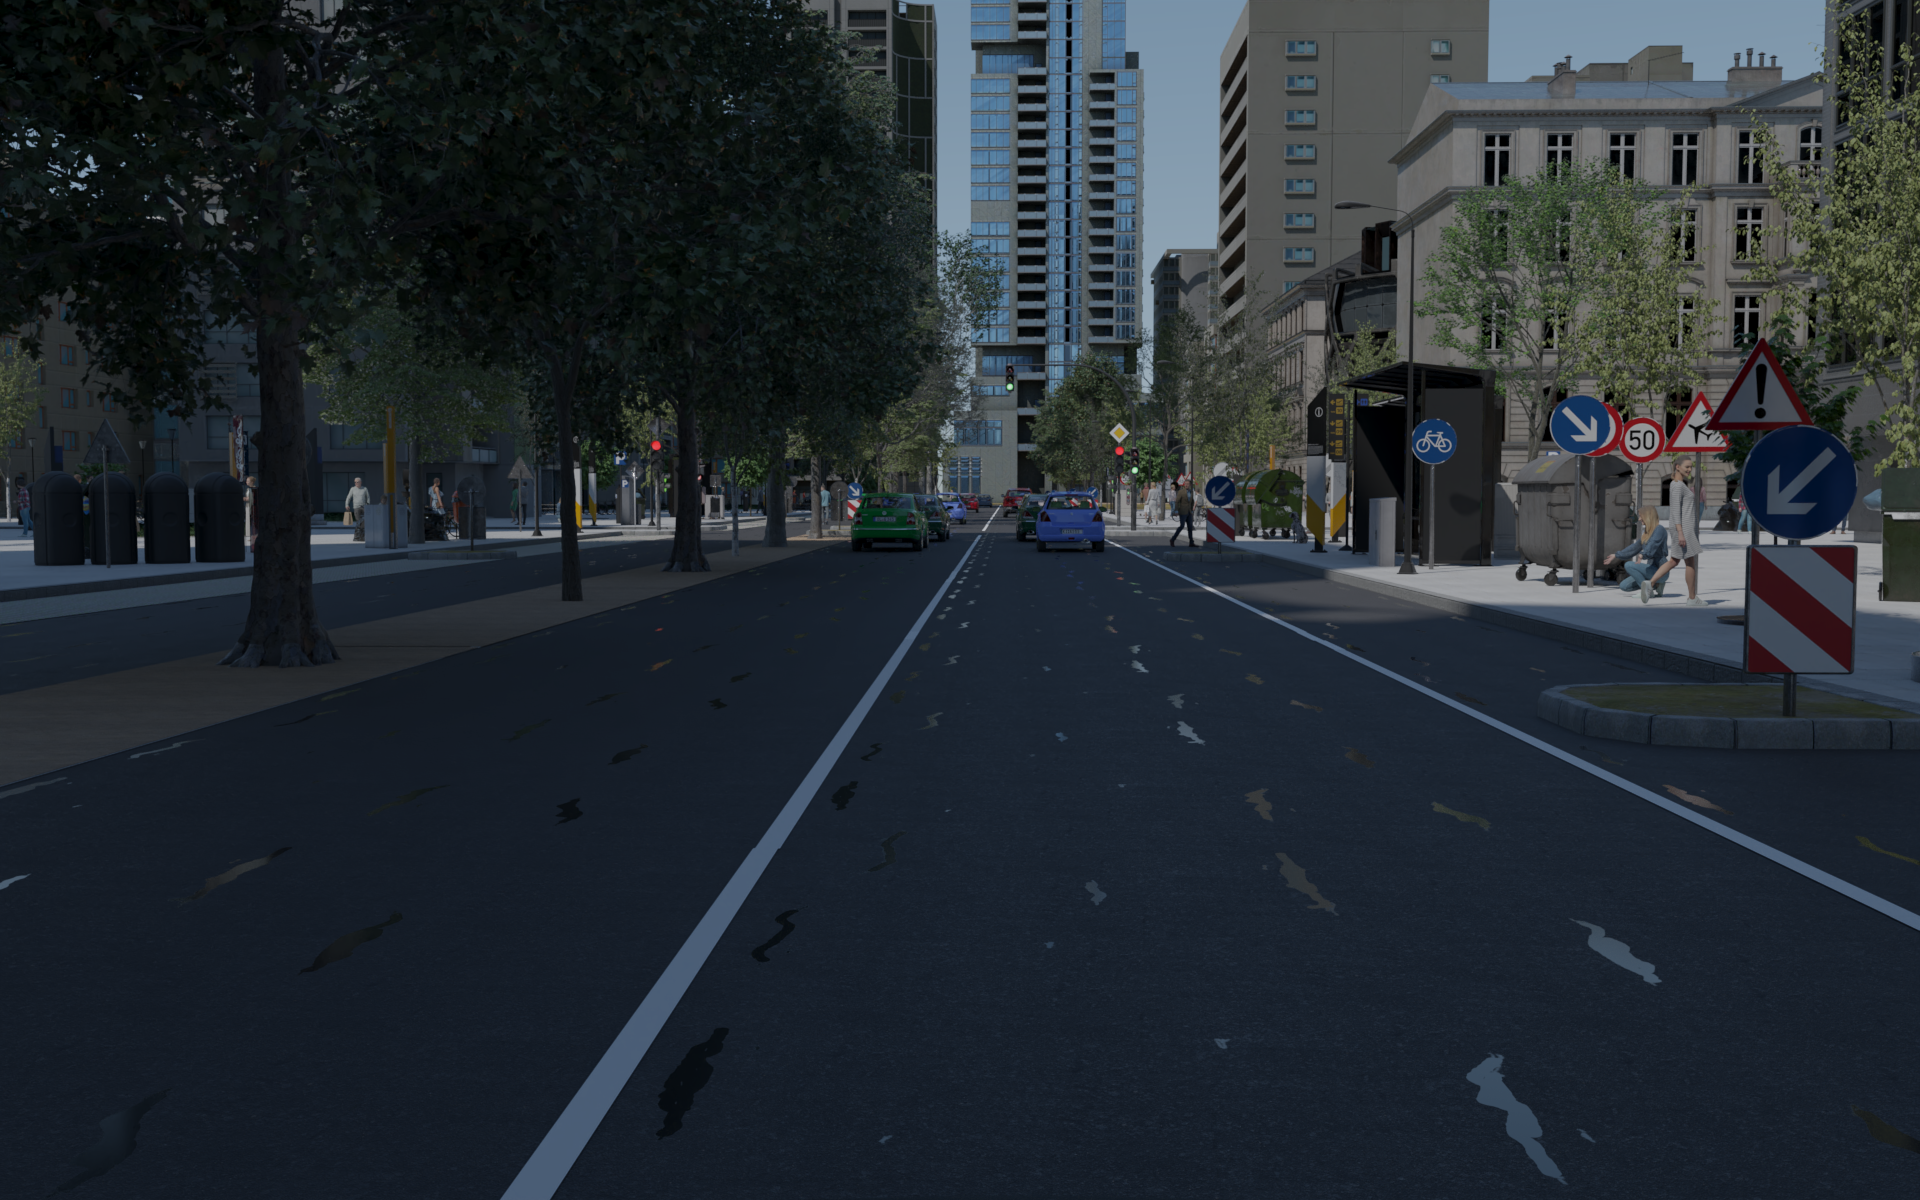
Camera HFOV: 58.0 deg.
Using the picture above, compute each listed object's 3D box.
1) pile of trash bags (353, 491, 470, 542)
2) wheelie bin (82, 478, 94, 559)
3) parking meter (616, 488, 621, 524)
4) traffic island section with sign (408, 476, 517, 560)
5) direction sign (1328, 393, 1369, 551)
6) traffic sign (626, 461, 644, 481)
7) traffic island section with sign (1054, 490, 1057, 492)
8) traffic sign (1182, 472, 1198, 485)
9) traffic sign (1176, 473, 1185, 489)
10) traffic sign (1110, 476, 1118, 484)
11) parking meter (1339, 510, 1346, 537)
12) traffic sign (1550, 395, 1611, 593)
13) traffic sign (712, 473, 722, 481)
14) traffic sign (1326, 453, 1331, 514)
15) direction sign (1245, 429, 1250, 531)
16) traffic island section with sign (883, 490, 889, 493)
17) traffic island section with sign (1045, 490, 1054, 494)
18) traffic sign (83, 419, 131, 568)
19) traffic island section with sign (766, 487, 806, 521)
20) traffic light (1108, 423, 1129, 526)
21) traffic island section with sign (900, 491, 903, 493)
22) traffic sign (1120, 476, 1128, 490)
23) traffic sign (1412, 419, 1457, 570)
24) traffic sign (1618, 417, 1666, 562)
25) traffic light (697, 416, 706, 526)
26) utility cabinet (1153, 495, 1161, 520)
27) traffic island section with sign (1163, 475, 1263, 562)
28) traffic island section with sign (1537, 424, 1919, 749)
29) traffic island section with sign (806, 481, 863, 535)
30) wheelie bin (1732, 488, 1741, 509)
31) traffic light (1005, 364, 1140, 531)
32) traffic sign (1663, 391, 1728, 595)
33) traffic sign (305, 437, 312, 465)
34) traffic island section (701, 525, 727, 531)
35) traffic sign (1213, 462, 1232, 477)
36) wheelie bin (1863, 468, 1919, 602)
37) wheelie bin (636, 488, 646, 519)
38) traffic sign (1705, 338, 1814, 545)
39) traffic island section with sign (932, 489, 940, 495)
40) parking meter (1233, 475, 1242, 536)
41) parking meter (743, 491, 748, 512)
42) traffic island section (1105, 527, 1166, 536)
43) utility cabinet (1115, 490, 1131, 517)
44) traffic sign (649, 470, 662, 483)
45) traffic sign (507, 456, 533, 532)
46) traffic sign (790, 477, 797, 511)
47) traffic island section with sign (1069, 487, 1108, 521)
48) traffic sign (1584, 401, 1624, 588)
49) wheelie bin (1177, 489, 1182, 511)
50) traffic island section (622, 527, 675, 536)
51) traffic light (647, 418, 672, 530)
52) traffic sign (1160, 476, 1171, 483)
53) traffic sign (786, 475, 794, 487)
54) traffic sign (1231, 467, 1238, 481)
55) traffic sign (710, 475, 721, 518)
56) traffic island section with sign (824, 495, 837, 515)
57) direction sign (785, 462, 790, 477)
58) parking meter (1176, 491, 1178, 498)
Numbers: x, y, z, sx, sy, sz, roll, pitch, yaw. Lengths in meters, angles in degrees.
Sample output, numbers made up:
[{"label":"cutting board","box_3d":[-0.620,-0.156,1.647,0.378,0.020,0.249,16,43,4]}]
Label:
[{"label":"pile of trash bags","box_3d":[-14.871,-2.327,47.796,1.912,1.369,3.447,2,4,34]},{"label":"wheelie bin","box_3d":[-17.194,-1.625,34.472,0.693,1.594,0.980,-1,4,-20]},{"label":"parking meter","box_3d":[-14.708,-4.070,74.957,0.372,1.533,0.369,0,3,0]},{"label":"traffic island section with sign","box_3d":[-10.949,-1.821,38.407,1.989,1.847,2.006,0,4,2]},{"label":"direction sign","box_3d":[8.759,-2.881,39.105,0.876,3.537,0.379,1,4,9]},{"label":"traffic sign","box_3d":[-12.938,-4.229,68.883,0.795,2.593,0.064,1,4,11]},{"label":"traffic island section with sign","box_3d":[7.797,-6.896,121.384,1.989,1.847,2.006,0,4,2]},{"label":"traffic sign","box_3d":[13.264,-6.105,99.820,0.884,2.594,0.081,1,4,11]},{"label":"traffic sign","box_3d":[13.604,-6.508,106.408,0.884,2.594,0.081,0,4,3]},{"label":"traffic sign","box_3d":[10.934,-7.459,122.064,0.768,2.556,0.104,0,4,2]},{"label":"parking meter","box_3d":[11.359,-2.804,51.561,0.399,1.863,0.255,-1,4,-9]},{"label":"traffic sign","box_3d":[7.984,-1.363,22.383,0.768,2.556,0.104,0,4,4]},{"label":"traffic sign","box_3d":[-14.668,-6.344,103.822,0.768,2.556,0.104,1,4,8]},{"label":"traffic sign","box_3d":[11.421,-3.247,53.192,0.768,2.556,0.104,1,4,10]},{"label":"direction sign","box_3d":[10.035,-4.191,60.528,0.379,3.537,0.876,0,4,4]},{"label":"traffic island section with sign","box_3d":[-7.255,-9.951,171.327,1.989,1.847,2.006,0,4,2]},{"label":"traffic island section with sign","box_3d":[9.933,-11.590,198.125,1.989,1.847,2.006,0,4,2]},{"label":"traffic sign","box_3d":[-14.719,-1.827,29.867,0.884,2.594,0.081,1,4,8]},{"label":"traffic island section with sign","box_3d":[-9.406,-5.209,93.799,1.989,1.847,2.006,0,4,2]},{"label":"traffic light","box_3d":[6.272,-4.867,68.493,0.839,4.253,0.868,0,4,2]},{"label":"traffic island section with sign","box_3d":[-6.475,-11.636,198.875,1.989,1.847,2.006,0,4,2]},{"label":"traffic sign","box_3d":[9.432,-6.007,98.320,0.768,2.556,0.104,0,4,6]},{"label":"traffic sign","box_3d":[8.014,-1.790,29.376,0.768,2.556,0.104,0,4,2]},{"label":"traffic sign","box_3d":[11.232,-1.744,28.615,0.768,2.556,0.104,0,4,5]},{"label":"traffic light","box_3d":[-8.290,-5.764,68.916,4.771,5.953,1.251,0,4,2]},{"label":"utility cabinet","box_3d":[10.057,-4.653,87.233,0.306,1.237,1.020,2,4,26]},{"label":"traffic island section with sign","box_3d":[5.461,-1.776,37.665,1.989,1.847,2.006,0,4,2]},{"label":"traffic island section with sign","box_3d":[4.710,-0.126,10.681,1.989,1.847,2.006,0,4,2]},{"label":"traffic island section with sign","box_3d":[-4.324,-3.243,61.151,2.006,1.907,1.989,0,4,2]},{"label":"wheelie bin","box_3d":[32.377,-3.897,71.630,0.693,1.594,0.980,-2,4,-27]},{"label":"traffic light","box_3d":[3.956,-5.245,60.428,4.771,5.953,1.251,0,4,2]},{"label":"traffic sign","box_3d":[9.360,-1.344,21.986,0.884,2.594,0.081,0,4,5]},{"label":"traffic sign","box_3d":[-13.809,-2.190,35.915,0.768,2.556,0.104,0,4,5]},{"label":"traffic island section","box_3d":[-10.423,-2.862,69.075,2.009,0.180,2.903,0,4,2]},{"label":"traffic sign","box_3d":[10.477,-4.222,69.133,0.768,2.556,0.104,1,4,9]},{"label":"wheelie bin","box_3d":[11.366,-0.787,20.774,0.980,1.594,0.693,2,4,27]},{"label":"wheelie bin","box_3d":[-16.323,-4.899,88.013,0.693,1.594,0.980,-1,4,-17]},{"label":"traffic sign","box_3d":[6.667,-0.886,14.497,0.884,2.594,0.081,0,4,5]},{"label":"traffic island section with sign","box_3d":[-2.026,-8.289,143.665,2.006,1.907,1.989,0,4,2]},{"label":"parking meter","box_3d":[8.514,-2.884,52.859,0.255,1.863,0.399,2,4,30]},{"label":"parking meter","box_3d":[-15.473,-7.131,124.997,0.372,1.533,0.369,0,3,0]},{"label":"traffic island section","box_3d":[6.089,-2.345,60.624,2.009,0.180,2.903,0,4,2]},{"label":"utility cabinet","box_3d":[9.338,-5.434,97.523,1.173,1.500,0.318,2,4,33]},{"label":"traffic sign","box_3d":[-15.640,-5.455,89.290,0.768,2.556,0.104,0,4,2]},{"label":"traffic sign","box_3d":[-14.858,-3.577,58.490,0.884,2.594,0.081,0,4,2]},{"label":"traffic sign","box_3d":[-12.182,-7.677,125.621,0.768,2.556,0.104,1,4,11]},{"label":"traffic island section with sign","box_3d":[7.042,-5.228,94.107,1.989,1.847,2.006,0,4,2]},{"label":"traffic sign","box_3d":[8.636,-1.440,23.650,0.768,2.556,0.104,0,4,3]},{"label":"wheelie bin","box_3d":[13.127,-5.764,102.156,0.693,1.594,0.980,-1,4,-14]},{"label":"traffic island section","box_3d":[-10.646,-2.374,61.093,2.009,0.180,2.903,0,4,2]},{"label":"traffic light","box_3d":[-10.606,-4.406,60.957,0.839,4.253,0.868,0,4,2]},{"label":"traffic sign","box_3d":[12.429,-6.443,105.441,0.768,2.556,0.104,0,4,7]},{"label":"traffic sign","box_3d":[-11.426,-7.035,115.033,0.884,2.594,0.081,0,4,5]},{"label":"traffic sign","box_3d":[12.081,-4.662,76.230,0.884,2.594,0.081,0,4,6]},{"label":"traffic sign","box_3d":[-13.274,-5.620,94.021,0.606,2.300,0.079,1,4,10]},{"label":"traffic island section with sign","box_3d":[-8.649,-6.857,120.744,1.989,1.847,2.006,0,4,2]},{"label":"direction sign","box_3d":[-12.310,-7.885,120.921,0.876,3.537,0.379,-1,4,-19]},{"label":"parking meter","box_3d":[13.995,-6.316,111.675,0.372,1.533,0.369,0,3,0]}]
